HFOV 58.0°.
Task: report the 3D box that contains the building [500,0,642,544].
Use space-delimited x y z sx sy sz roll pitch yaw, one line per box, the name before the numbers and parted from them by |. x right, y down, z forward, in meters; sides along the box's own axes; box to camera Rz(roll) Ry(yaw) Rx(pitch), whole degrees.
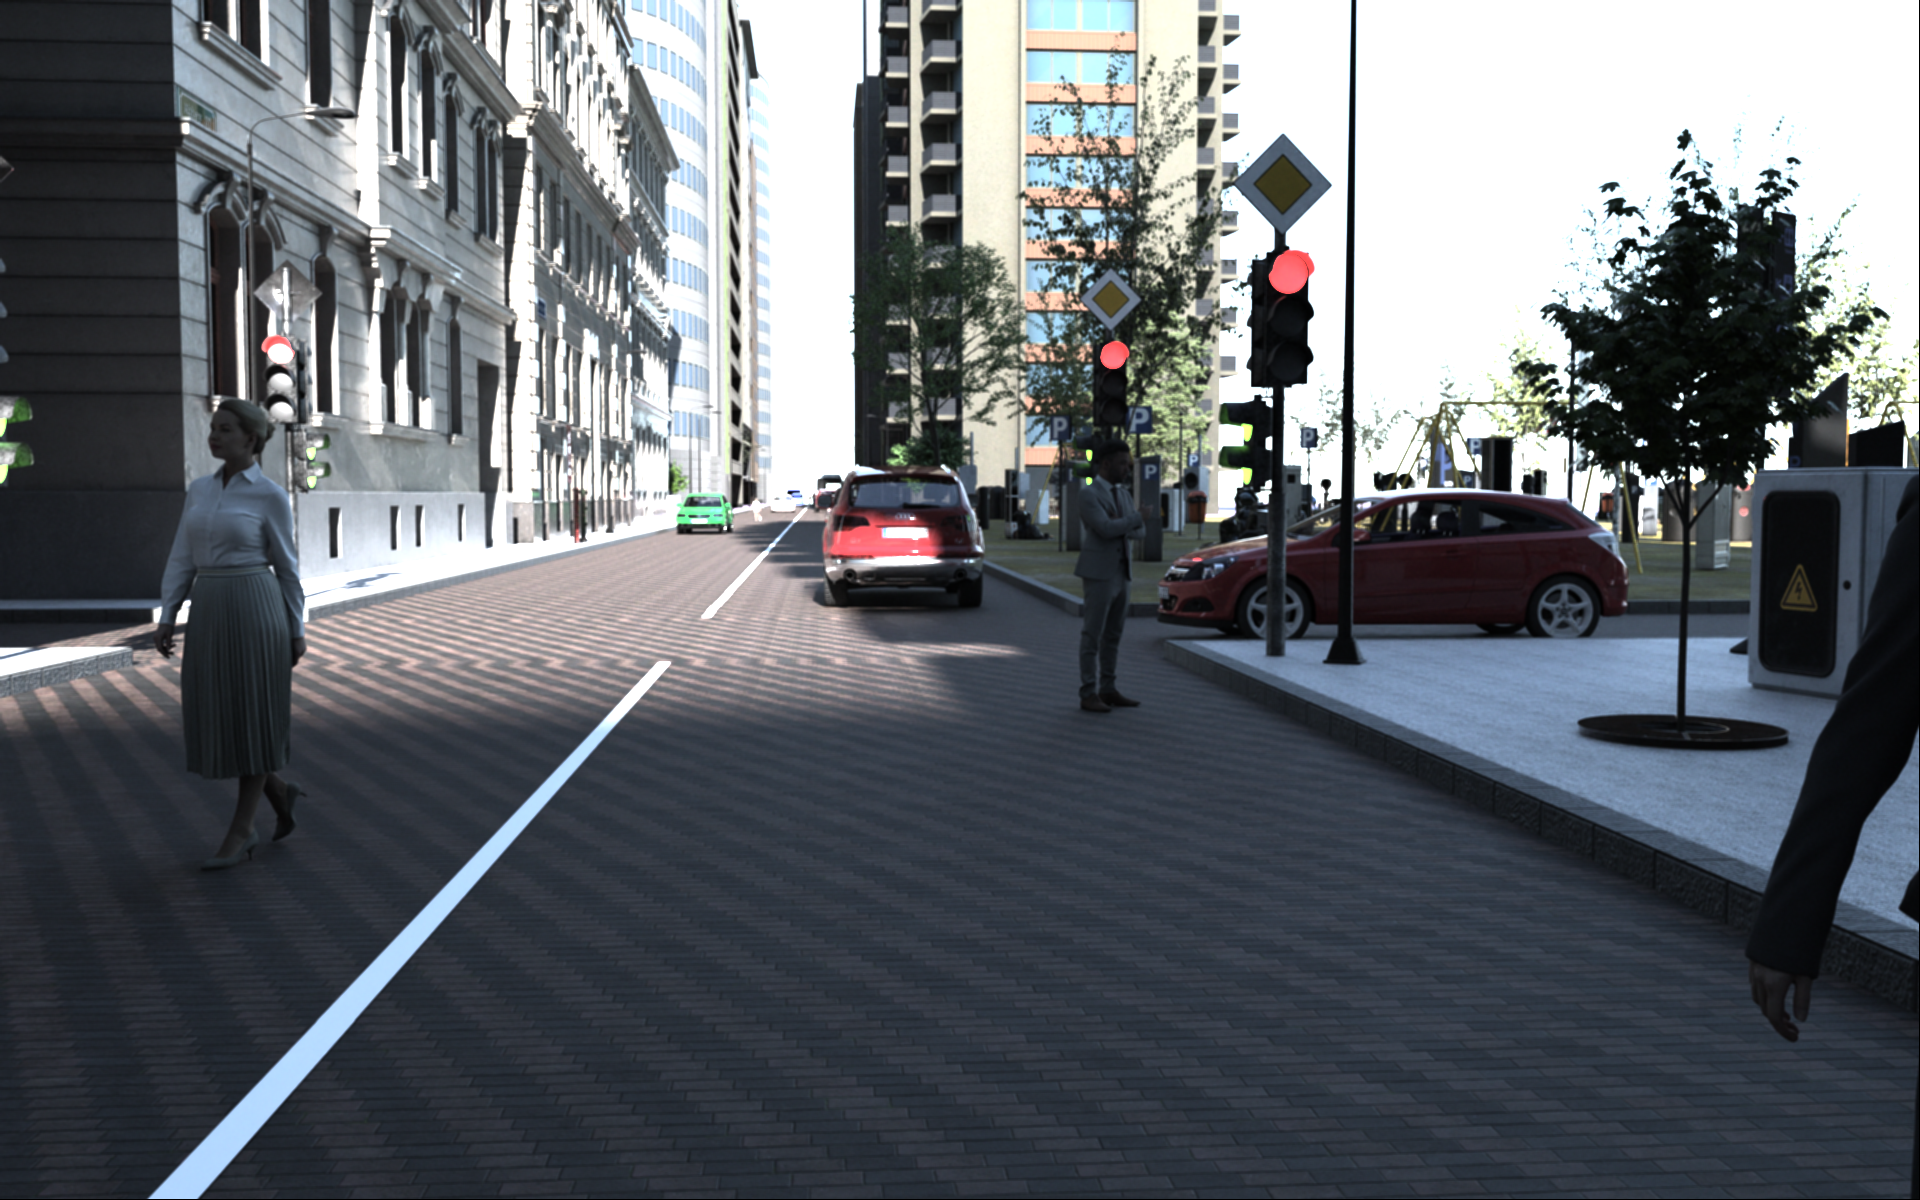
building | -17.539 -15.781 55.291 12.463 27.353 25.104 0 4 -5

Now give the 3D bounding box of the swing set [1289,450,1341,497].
swing set | 13.322 -3.919 61.703 3.119 2.851 2.862 0 4 -2

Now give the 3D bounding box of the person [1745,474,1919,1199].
person | 1.291 0.420 2.060 0.576 1.772 0.534 -1 4 -16

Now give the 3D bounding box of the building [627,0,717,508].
building | -26.481 -34.610 107.880 21.231 58.520 28.212 0 4 -5

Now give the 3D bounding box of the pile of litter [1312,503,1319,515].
pile of litter | 20.489 -5.152 98.206 1.719 0.858 1.176 3 4 39

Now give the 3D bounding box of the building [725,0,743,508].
building | -29.938 -32.085 148.285 21.300 48.544 21.600 0 4 -5

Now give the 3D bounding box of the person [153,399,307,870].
person | -2.820 0.115 6.846 0.478 1.798 0.641 1 4 20

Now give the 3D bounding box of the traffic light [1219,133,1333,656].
traffic light | 2.490 -1.513 13.652 0.839 4.253 0.868 0 4 -5

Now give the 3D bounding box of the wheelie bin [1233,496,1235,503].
wheelie bin | 12.449 -4.163 75.973 0.980 1.594 0.693 1 4 19

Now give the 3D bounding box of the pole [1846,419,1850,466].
pole | 23.934 -3.242 46.846 0.158 3.312 0.155 0 3 0

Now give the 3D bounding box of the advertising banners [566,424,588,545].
advertising banners | -9.850 -2.953 44.468 0.090 3.025 2.074 0 4 1

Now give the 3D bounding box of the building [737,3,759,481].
building | -36.854 -36.806 191.023 28.713 52.752 27.495 0 4 -5

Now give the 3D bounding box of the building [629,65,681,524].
building | -19.237 -14.820 78.459 11.583 22.565 21.152 0 4 -5

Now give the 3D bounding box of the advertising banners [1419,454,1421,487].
advertising banners | 18.516 -4.478 69.406 0.090 3.025 2.074 1 4 21

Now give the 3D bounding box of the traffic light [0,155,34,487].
traffic light | -7.387 -1.463 12.837 0.839 4.253 0.868 0 4 -5

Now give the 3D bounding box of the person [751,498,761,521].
person | -10.999 -4.884 93.368 0.505 1.210 0.382 -1 4 -22

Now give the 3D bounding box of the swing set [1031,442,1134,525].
swing set | 3.949 -3.360 52.557 2.862 2.851 3.119 -3 4 -38

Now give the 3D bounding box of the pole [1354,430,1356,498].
pole | 12.576 -3.772 55.523 0.158 3.312 0.155 0 3 0

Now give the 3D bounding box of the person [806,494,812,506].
person | -17.824 -11.824 205.088 1.065 1.426 0.557 3 5 44

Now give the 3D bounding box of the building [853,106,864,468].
building | -5.060 -33.434 196.763 14.600 45.320 14.200 0 4 -5

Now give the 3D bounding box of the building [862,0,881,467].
building | 1.652 -37.676 157.995 21.231 58.520 28.212 0 4 -5

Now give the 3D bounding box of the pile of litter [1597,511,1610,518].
pile of litter | 34.324 -4.749 91.616 1.719 0.858 1.176 -3 5 -43

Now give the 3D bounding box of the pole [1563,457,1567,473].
pole | 33.440 -6.235 95.778 0.158 3.312 0.155 0 3 0

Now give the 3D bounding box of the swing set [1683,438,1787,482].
swing set | 22.637 -3.202 49.969 2.862 2.851 3.119 0 4 -5

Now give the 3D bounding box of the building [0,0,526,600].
building | -16.457 -14.891 30.865 14.401 28.519 23.554 0 4 -5

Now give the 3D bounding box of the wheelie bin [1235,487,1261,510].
wheelie bin | 10.394 -3.315 62.102 0.693 1.594 0.980 1 4 19

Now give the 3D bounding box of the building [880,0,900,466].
building | 0.710 -27.678 136.132 14.154 41.232 14.086 0 4 -5

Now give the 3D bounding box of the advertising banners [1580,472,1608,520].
advertising banners | 31.542 -5.531 86.626 2.074 3.025 0.090 -1 4 -15

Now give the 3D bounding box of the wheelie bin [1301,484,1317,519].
wheelie bin | 10.410 -2.752 52.903 0.980 1.594 0.693 1 4 13

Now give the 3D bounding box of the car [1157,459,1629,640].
car | 4.172 -0.484 16.950 4.494 1.783 2.155 0 4 -3

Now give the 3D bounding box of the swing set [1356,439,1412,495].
swing set | 9.183 -2.197 33.538 2.862 2.851 3.119 1 4 9

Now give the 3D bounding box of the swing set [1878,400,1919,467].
swing set | 17.042 -1.936 29.278 3.119 2.851 2.862 -1 4 -12

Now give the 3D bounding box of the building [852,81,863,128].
building | 1.132 -38.475 218.307 28.713 52.752 27.495 0 4 -5

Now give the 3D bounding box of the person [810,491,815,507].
person | -16.327 -11.278 192.981 0.705 1.814 1.350 1 4 20

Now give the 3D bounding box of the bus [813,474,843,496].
bus | -12.514 -10.386 164.672 2.948 3.499 13.247 0 4 -5

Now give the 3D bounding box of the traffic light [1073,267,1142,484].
traffic light | 1.844 -1.999 21.611 0.839 4.253 0.868 0 4 -5

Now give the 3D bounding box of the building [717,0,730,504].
building | -24.960 -27.340 130.600 14.154 41.232 14.086 0 4 -5

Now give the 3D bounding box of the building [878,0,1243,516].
building | 5.909 -28.106 114.154 22.147 44.769 28.867 0 4 -5

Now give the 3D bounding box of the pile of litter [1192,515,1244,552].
pile of litter | 5.269 -1.313 35.440 1.176 0.858 1.719 2 4 35

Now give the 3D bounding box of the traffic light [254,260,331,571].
traffic light | -8.033 -1.950 20.796 0.839 4.253 0.868 0 4 -5

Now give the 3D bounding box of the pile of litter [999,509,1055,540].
pile of litter | 1.914 -2.154 49.184 1.176 0.858 1.719 -3 5 -39

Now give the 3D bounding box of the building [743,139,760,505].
building | -32.063 -34.419 212.867 14.600 45.320 14.200 0 4 -5

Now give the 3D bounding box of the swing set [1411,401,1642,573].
swing set | 9.656 -1.936 29.274 3.119 2.851 2.862 0 4 -3

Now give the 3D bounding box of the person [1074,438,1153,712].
person | 1.035 -0.173 11.513 0.466 1.800 0.511 2 4 27

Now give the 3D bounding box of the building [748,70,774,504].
building | -36.164 -42.288 233.411 21.231 58.520 28.212 0 4 -5
